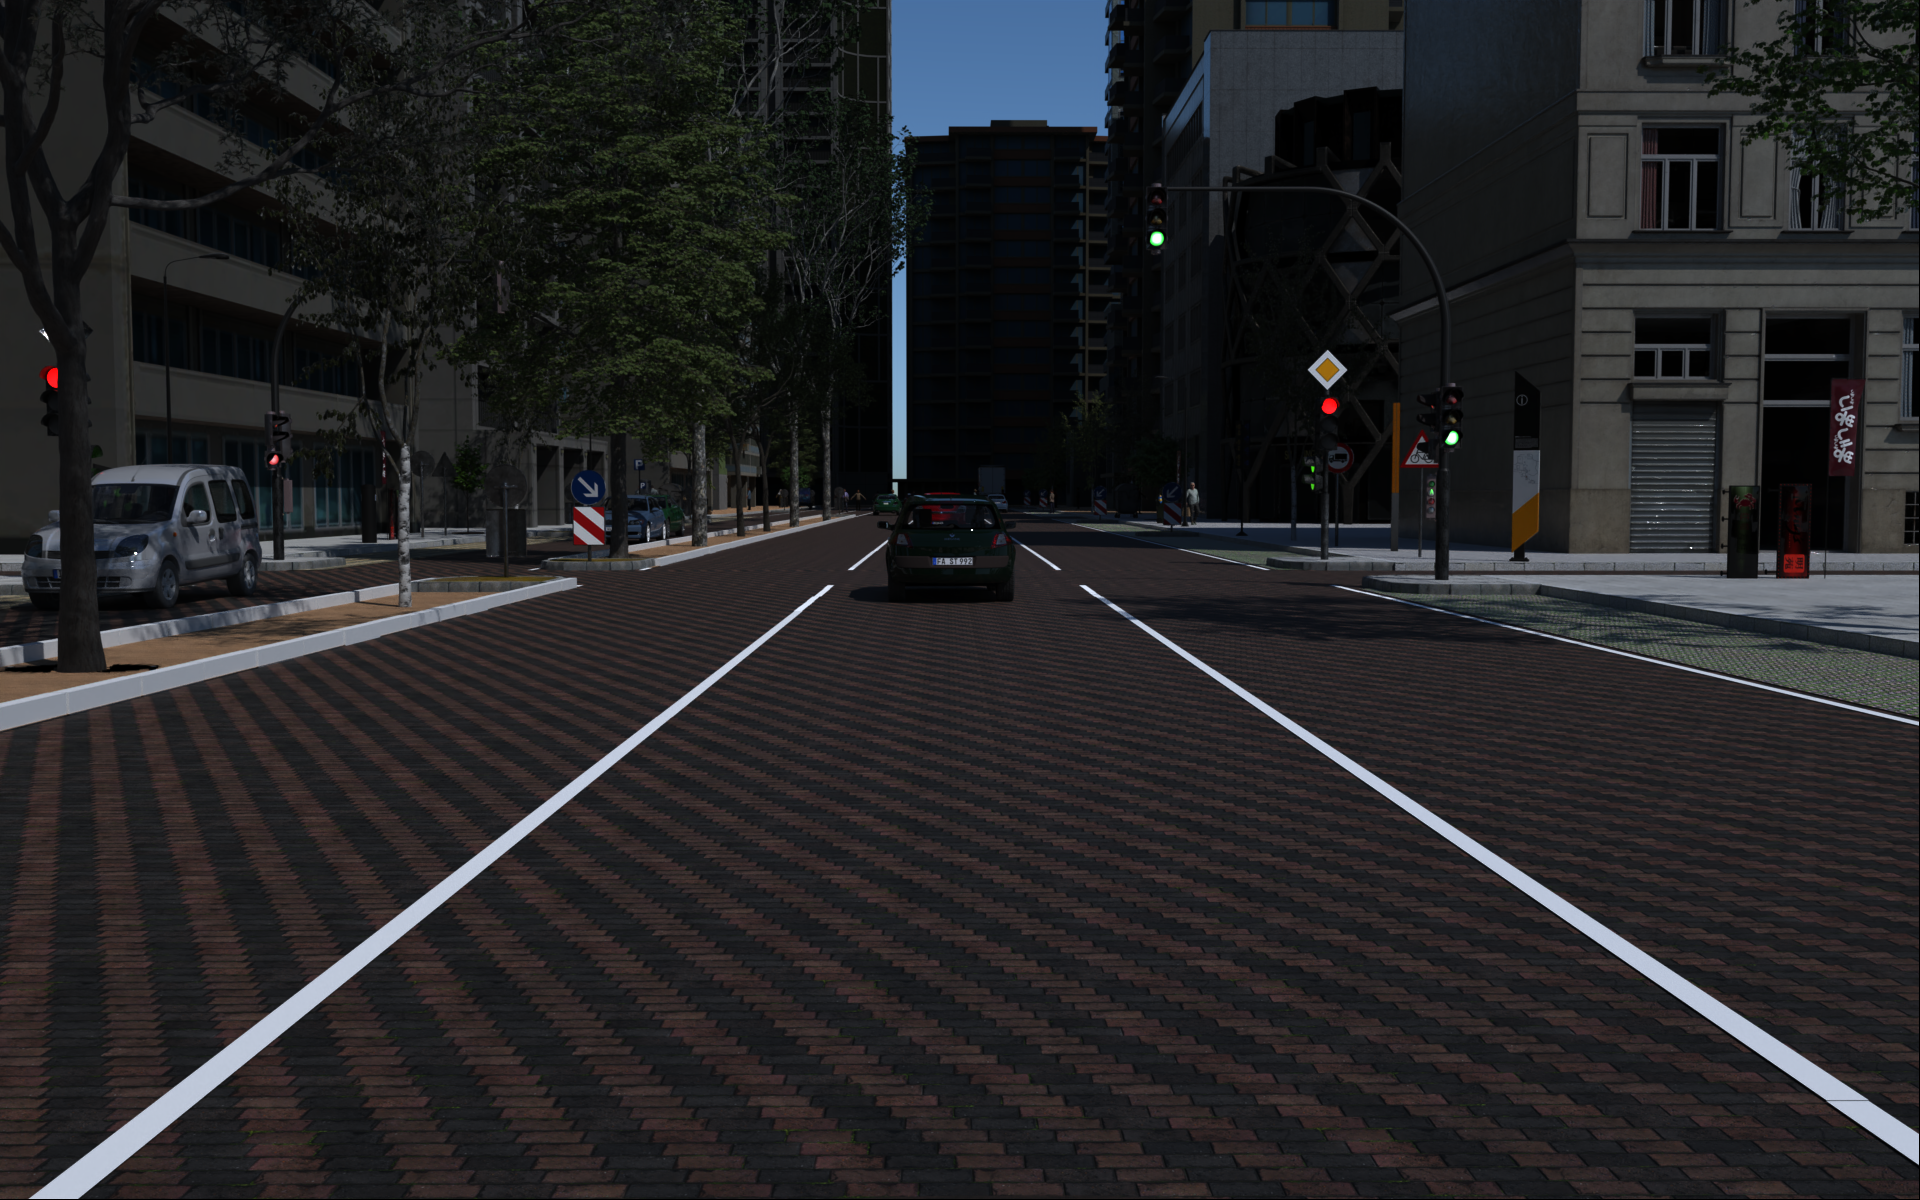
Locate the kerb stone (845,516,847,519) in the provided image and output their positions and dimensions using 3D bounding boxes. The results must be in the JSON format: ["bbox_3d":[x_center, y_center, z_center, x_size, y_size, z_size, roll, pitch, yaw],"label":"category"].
[{"bbox_3d":[-6.467,-4.474,95.339,0.120,0.150,1.000,0,4,0],"label":"kerb stone"}]

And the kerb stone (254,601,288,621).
[{"bbox_3d":[-7.995,0.141,19.888,0.120,0.150,1.000,0,4,0],"label":"kerb stone"}]

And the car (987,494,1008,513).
[{"bbox_3d":[2.696,-7.381,132.685,2.014,1.417,4.499,0,4,-2],"label":"car"}]

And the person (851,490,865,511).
[{"bbox_3d":[-8.624,-8.459,146.810,1.348,1.823,0.705,-1,4,-10],"label":"person"}]

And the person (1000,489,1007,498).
[{"bbox_3d":[3.543,-8.310,144.331,1.348,1.831,0.705,-3,5,-45],"label":"person"}]

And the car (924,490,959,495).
[{"bbox_3d":[-0.563,-2.947,57.227,2.155,1.783,4.494,0,4,1],"label":"car"}]

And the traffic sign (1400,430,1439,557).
[{"bbox_3d":[9.334,-2.145,35.081,0.884,2.594,0.081,0,4,1],"label":"traffic sign"}]

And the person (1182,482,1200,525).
[{"bbox_3d":[9.584,-4.004,71.988,0.782,1.767,0.515,-2,4,-25],"label":"person"}]

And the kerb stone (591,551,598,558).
[{"bbox_3d":[-8.131,-0.961,37.904,0.120,0.150,1.000,0,4,0],"label":"kerb stone"}]

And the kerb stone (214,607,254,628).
[{"bbox_3d":[-7.982,0.204,18.866,0.120,0.150,1.000,0,4,0],"label":"kerb stone"}]

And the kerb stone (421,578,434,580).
[{"bbox_3d":[-8.044,-0.234,26.045,0.120,0.150,1.000,0,4,0],"label":"kerb stone"}]

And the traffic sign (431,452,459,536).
[{"bbox_3d":[-15.823,-3.254,53.205,0.884,2.594,0.081,0,4,8],"label":"traffic sign"}]

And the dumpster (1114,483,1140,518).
[{"bbox_3d":[8.896,-5.291,92.268,1.264,1.857,1.865,0,4,0],"label":"dumpster"}]

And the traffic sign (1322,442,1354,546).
[{"bbox_3d":[9.267,-2.596,42.547,0.768,2.556,0.104,0,4,3],"label":"traffic sign"}]

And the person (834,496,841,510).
[{"bbox_3d":[-10.535,-8.752,151.595,1.348,1.824,0.705,2,4,28],"label":"person"}]

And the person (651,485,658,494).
[{"bbox_3d":[-17.279,-5.595,97.621,0.635,1.810,0.391,-1,4,-18],"label":"person"}]

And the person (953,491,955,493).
[{"bbox_3d":[-0.637,-9.143,158.693,0.721,1.736,1.217,-1,4,-12],"label":"person"}]

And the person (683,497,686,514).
[{"bbox_3d":[-17.371,-5.917,108.286,0.738,1.151,1.012,1,4,14],"label":"person"}]

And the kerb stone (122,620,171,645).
[{"bbox_3d":[-7.974,0.329,16.813,0.120,0.150,1.000,0,4,0],"label":"kerb stone"}]

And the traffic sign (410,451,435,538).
[{"bbox_3d":[-15.849,-3.114,51.020,0.768,2.556,0.104,0,4,3],"label":"traffic sign"}]

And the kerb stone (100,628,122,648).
[{"bbox_3d":[-7.961,0.392,15.792,0.120,0.150,1.000,0,4,0],"label":"kerb stone"}]

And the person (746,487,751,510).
[{"bbox_3d":[-16.906,-8.105,138.551,0.705,1.826,1.348,0,4,4],"label":"person"}]

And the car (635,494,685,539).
[{"bbox_3d":[-10.292,-2.784,57.319,2.131,1.459,4.920,0,4,1],"label":"car"}]

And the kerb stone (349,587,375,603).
[{"bbox_3d":[-8.017,-0.043,22.958,0.120,0.150,1.000,0,4,0],"label":"kerb stone"}]

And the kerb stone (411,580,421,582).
[{"bbox_3d":[-8.032,-0.172,25.009,0.120,0.150,1.000,0,4,0],"label":"kerb stone"}]

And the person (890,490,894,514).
[{"bbox_3d":[-4.862,-7.258,127.683,0.721,1.766,1.217,1,4,20],"label":"person"}]

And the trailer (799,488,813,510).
[{"bbox_3d":[-14.340,-9.276,158.709,1.471,1.999,3.904,0,4,-1],"label":"trailer"}]

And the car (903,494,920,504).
[{"bbox_3d":[-4.419,-9.607,166.117,2.155,1.783,4.494,0,4,2],"label":"car"}]

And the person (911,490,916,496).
[{"bbox_3d":[-4.108,-9.152,158.589,0.683,1.767,0.568,-3,4,-36],"label":"person"}]

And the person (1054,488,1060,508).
[{"bbox_3d":[8.864,-9.384,159.437,0.705,1.831,1.348,-1,4,-19],"label":"person"}]

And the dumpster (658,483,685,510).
[{"bbox_3d":[-15.770,-5.432,94.570,1.264,1.857,1.865,0,4,-1],"label":"dumpster"}]

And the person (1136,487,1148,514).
[{"bbox_3d":[11.446,-6.345,110.610,1.217,1.723,0.721,3,5,40],"label":"person"}]

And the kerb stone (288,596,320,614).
[{"bbox_3d":[-8.001,0.079,20.910,0.120,0.150,1.000,0,4,0],"label":"kerb stone"}]

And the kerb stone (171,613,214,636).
[{"bbox_3d":[-7.983,0.267,17.836,0.120,0.150,1.000,0,4,0],"label":"kerb stone"}]

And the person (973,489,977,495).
[{"bbox_3d":[1.224,-7.908,137.871,0.705,1.814,1.350,0,4,-4],"label":"person"}]

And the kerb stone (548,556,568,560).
[{"bbox_3d":[-8.109,-0.772,34.827,0.120,0.150,1.000,0,4,0],"label":"kerb stone"}]

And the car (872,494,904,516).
[{"bbox_3d":[-4.899,-6.439,117.077,2.131,1.459,4.920,0,4,0],"label":"car"}]

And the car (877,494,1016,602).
[{"bbox_3d":[-0.172,-0.900,24.496,2.009,1.686,4.222,0,4,-2],"label":"car"}]

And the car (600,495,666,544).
[{"bbox_3d":[-9.768,-2.383,50.964,2.014,1.417,4.499,0,4,0],"label":"car"}]

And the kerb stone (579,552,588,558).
[{"bbox_3d":[-8.121,-0.896,36.878,0.120,0.150,1.000,0,4,0],"label":"kerb stone"}]

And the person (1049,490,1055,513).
[{"bbox_3d":[6.661,-7.254,127.636,0.617,1.759,0.750,-3,4,-36],"label":"person"}]

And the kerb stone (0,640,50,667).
[{"bbox_3d":[-7.959,0.455,14.770,0.120,0.150,1.000,0,4,0],"label":"kerb stone"}]

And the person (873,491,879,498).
[{"bbox_3d":[-8.658,-10.547,181.658,1.217,1.736,0.721,-2,4,-29],"label":"person"}]

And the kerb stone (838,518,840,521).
[{"bbox_3d":[-6.416,-4.097,89.193,0.120,0.150,1.000,0,4,0],"label":"kerb stone"}]

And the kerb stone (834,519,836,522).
[{"bbox_3d":[-6.405,-3.910,86.124,0.120,0.150,1.000,0,4,0],"label":"kerb stone"}]

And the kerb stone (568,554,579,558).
[{"bbox_3d":[-8.114,-0.833,35.849,0.120,0.150,1.000,0,4,0],"label":"kerb stone"}]

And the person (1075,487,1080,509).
[{"bbox_3d":[9.861,-8.535,145.224,0.705,1.869,1.348,1,4,11],"label":"person"}]

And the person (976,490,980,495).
[{"bbox_3d":[1.742,-9.156,158.644,0.568,1.767,0.683,0,4,4],"label":"person"}]

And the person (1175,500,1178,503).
[{"bbox_3d":[10.294,-4.443,82.961,0.640,1.303,0.475,-3,4,-38],"label":"person"}]

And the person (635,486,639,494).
[{"bbox_3d":[-19.608,-6.096,105.806,0.694,1.812,0.767,-1,4,-10],"label":"person"}]

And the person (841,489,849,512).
[{"bbox_3d":[-9.052,-7.778,135.536,0.709,1.838,0.599,0,4,5],"label":"person"}]

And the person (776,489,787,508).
[{"bbox_3d":[-16.939,-9.627,164.178,1.217,1.736,0.721,-3,5,-41],"label":"person"}]

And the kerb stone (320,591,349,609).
[{"bbox_3d":[-8.003,0.016,21.932,0.120,0.150,1.000,0,4,0],"label":"kerb stone"}]

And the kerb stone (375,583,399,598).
[{"bbox_3d":[-8.030,-0.109,23.980,0.120,0.150,1.000,0,4,0],"label":"kerb stone"}]
